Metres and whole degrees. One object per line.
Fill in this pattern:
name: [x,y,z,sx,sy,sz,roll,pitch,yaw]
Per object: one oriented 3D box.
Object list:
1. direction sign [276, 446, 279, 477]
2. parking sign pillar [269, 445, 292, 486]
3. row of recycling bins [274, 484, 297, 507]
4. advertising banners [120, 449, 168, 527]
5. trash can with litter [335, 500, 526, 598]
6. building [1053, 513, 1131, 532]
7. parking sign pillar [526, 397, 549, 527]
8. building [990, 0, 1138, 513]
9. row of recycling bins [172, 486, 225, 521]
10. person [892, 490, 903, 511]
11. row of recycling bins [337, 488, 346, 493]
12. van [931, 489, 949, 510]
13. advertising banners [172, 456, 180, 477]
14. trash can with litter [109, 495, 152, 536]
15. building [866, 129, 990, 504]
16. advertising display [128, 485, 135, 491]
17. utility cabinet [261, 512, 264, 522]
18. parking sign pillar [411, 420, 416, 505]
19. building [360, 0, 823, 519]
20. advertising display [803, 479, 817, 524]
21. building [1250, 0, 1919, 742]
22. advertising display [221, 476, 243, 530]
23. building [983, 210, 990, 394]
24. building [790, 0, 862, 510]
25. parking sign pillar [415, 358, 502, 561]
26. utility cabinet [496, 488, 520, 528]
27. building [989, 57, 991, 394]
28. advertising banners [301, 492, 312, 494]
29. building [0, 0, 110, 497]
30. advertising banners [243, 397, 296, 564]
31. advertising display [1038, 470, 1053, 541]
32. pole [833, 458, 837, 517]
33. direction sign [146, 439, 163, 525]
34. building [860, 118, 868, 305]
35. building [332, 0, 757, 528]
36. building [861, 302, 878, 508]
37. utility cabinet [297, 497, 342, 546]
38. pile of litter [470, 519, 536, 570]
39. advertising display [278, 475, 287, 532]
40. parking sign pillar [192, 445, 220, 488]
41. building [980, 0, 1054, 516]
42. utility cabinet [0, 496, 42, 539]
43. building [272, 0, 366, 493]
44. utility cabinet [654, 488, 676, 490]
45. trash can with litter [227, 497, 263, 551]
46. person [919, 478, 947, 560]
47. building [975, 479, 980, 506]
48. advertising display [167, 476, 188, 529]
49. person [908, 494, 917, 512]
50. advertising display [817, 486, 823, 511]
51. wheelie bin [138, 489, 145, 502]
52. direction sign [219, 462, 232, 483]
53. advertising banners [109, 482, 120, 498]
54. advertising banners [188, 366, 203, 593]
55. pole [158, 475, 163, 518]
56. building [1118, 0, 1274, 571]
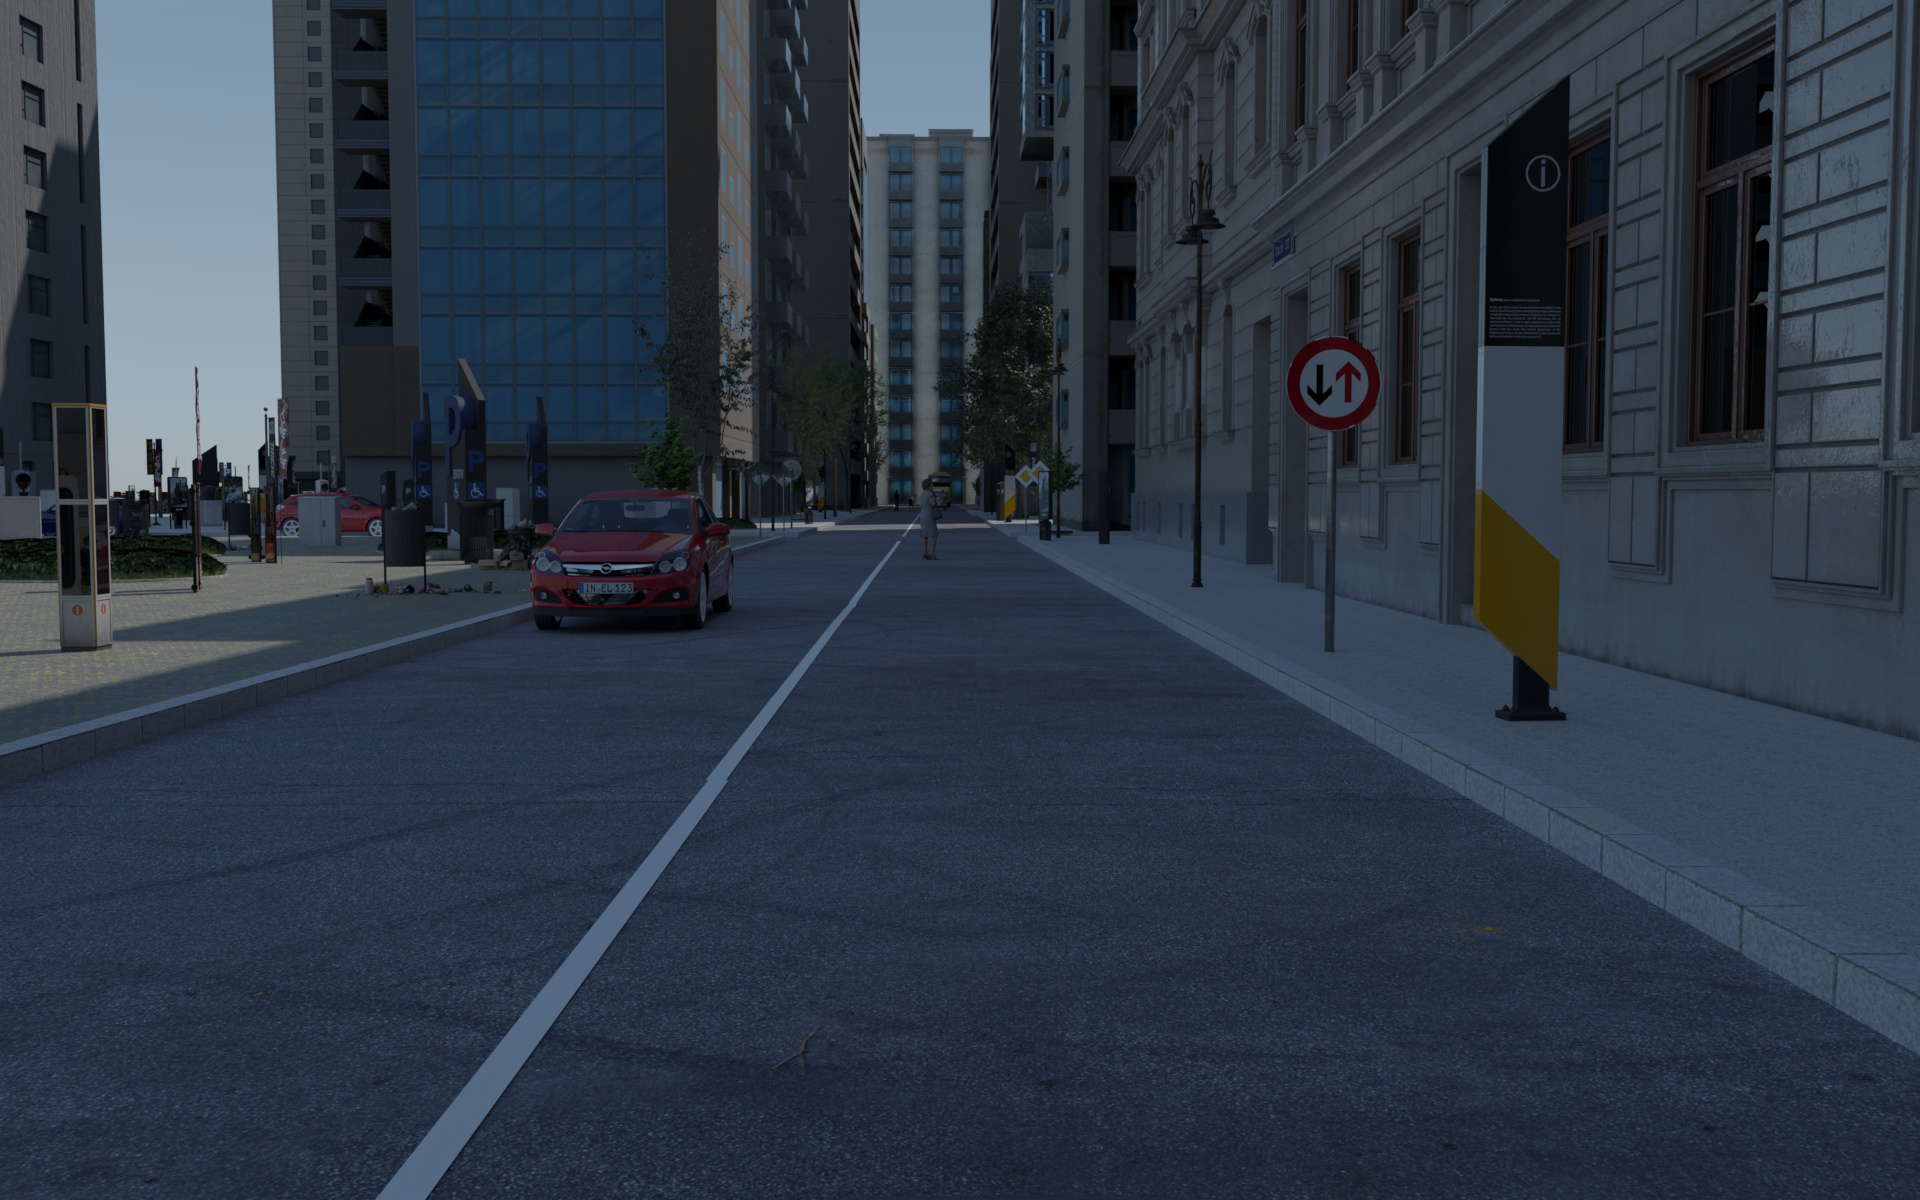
direction sign: [-31.978,-5.475,81.509,0.379,3.537,0.876,0,4,7]
parking sign pillar: [-34.568,-6.098,88.172,1.447,3.967,1.447,1,4,14]
row of recycling bins: [-28.038,-3.957,71.815,1.069,1.692,3.534,-1,4,-17]
advertising banners: [-31.307,-4.298,66.454,0.090,3.025,2.074,1,4,18]
trash can with litter: [-6.781,-0.690,22.337,2.233,1.210,1.678,0,4,-7]
building: [14.518,-27.200,68.424,21.600,48.544,21.300,0,4,-1]
parking sign pillar: [-11.556,-3.603,47.388,1.447,3.967,1.447,-1,4,-19]
building: [13.521,-31.897,145.215,21.300,48.544,21.600,0,4,-1]
row of recycling bins: [-36.928,-4.728,84.420,3.534,1.692,1.069,1,4,20]
person: [-5.406,-8.585,148.879,0.705,1.822,1.348,3,5,41]
row of recycling bins: [-39.374,-6.361,111.122,1.069,1.692,3.534,-1,4,-11]
van: [-1.980,-8.935,153.093,2.013,2.044,4.112,0,4,0]
advertising banners: [-35.247,-5.007,78.055,0.090,3.025,2.074,-2,4,-27]
trash can with litter: [-24.198,-2.390,50.126,2.233,1.210,1.678,-1,4,-21]
building: [-1.307,-37.328,229.921,30.456,49.044,23.786,0,4,-1]
advertising display: [-60.396,-7.408,126.328,0.123,1.923,0.974,0,4,-4]
utility cabinet: [-32.042,-4.191,79.689,0.306,1.237,1.020,2,4,30]
parking sign pillar: [-14.082,-3.481,45.388,1.447,3.967,1.447,-1,4,-19]
building: [-20.489,-29.390,100.136,23.786,49.044,30.456,0,4,-1]
advertising display: [-6.417,-4.173,73.439,0.123,1.923,0.974,1,4,16]
building: [9.806,-10.980,15.682,11.583,22.565,21.152,0,4,-1]
advertising display: [-26.027,-3.472,61.982,0.123,1.923,0.974,1,4,17]
building: [9.286,-24.871,178.347,14.160,30.474,14.107,0,4,-1]
building: [-19.384,-31.851,144.470,21.300,48.544,21.600,0,4,-1]
parking sign pillar: [-9.680,-2.780,33.930,1.447,3.967,1.447,-2,4,-32]
utility cabinet: [-16.514,-3.343,63.332,0.318,1.500,1.173,-3,5,-45]
building: [9.745,-29.333,163.196,14.154,41.232,14.086,0,4,-1]
advertising banners: [-40.318,-6.706,105.823,2.074,3.025,0.090,2,4,25]
building: [-43.721,-18.093,67.527,14.107,30.474,14.160,0,4,-1]
advertising banners: [-12.829,-2.199,32.147,0.090,3.025,2.074,-3,5,-42]
advertising display: [2.352,-2.600,47.719,0.123,1.923,0.974,-1,4,-15]
pole: [-7.046,-6.348,97.640,0.158,3.312,0.155,0,3,0]
direction sign: [-32.936,-4.824,70.872,0.876,3.537,0.379,2,4,24]
building: [-18.119,-33.765,202.160,14.200,45.320,14.600,0,4,-1]
building: [-15.891,-25.684,70.040,14.600,45.320,14.200,0,4,-1]
building: [-22.434,-19.916,170.658,27.650,21.520,28.899,0,4,-1]
utility cabinet: [-15.972,-1.959,43.196,1.020,1.237,0.306,1,4,11]
pile of litter: [-7.688,-0.957,29.607,1.176,0.858,1.719,-2,4,-35]
advertising display: [-22.997,-3.278,58.813,0.123,1.923,0.974,-2,4,-31]
parking sign pillar: [-41.040,-6.470,94.263,1.447,3.967,1.447,0,4,-5]
building: [12.898,-49.038,114.443,22.319,86.520,31.000,0,4,-1]
utility cabinet: [-24.604,-2.086,45.271,1.020,1.237,0.306,-1,4,-23]
building: [-63.682,-46.418,197.183,20.611,71.187,20.563,0,4,-1]
utility cabinet: [-10.235,-3.155,60.266,1.173,1.500,0.318,3,5,40]
trash can with litter: [-16.881,-1.743,39.557,2.233,1.210,1.678,-3,5,-41]
person: [-0.564,-1.762,37.660,0.532,1.782,0.716,-2,4,-30]
building: [17.958,-30.906,197.189,32.217,40.220,23.993,0,4,-1]
advertising display: [-28.885,-3.593,63.961,0.123,1.923,0.974,1,4,14]
person: [-3.731,-7.704,137.642,0.799,1.438,0.628,0,4,8]
advertising display: [-10.645,-7.756,132.029,0.974,1.923,0.123,3,5,39]
wheelie bin: [-49.781,-5.980,105.679,0.693,1.594,0.980,-2,4,-26]
direction sign: [-52.083,-8.004,122.855,0.876,3.537,0.379,0,4,-4]
advertising banners: [-48.614,-6.346,99.947,0.090,3.025,2.074,2,4,28]
advertising banners: [-10.255,-1.656,23.256,0.090,3.025,2.074,-1,4,-20]
pole: [-42.988,-6.068,93.047,0.158,3.312,0.155,0,3,0]
building: [11.323,-15.346,38.301,14.401,28.519,23.554,0,4,-1]
